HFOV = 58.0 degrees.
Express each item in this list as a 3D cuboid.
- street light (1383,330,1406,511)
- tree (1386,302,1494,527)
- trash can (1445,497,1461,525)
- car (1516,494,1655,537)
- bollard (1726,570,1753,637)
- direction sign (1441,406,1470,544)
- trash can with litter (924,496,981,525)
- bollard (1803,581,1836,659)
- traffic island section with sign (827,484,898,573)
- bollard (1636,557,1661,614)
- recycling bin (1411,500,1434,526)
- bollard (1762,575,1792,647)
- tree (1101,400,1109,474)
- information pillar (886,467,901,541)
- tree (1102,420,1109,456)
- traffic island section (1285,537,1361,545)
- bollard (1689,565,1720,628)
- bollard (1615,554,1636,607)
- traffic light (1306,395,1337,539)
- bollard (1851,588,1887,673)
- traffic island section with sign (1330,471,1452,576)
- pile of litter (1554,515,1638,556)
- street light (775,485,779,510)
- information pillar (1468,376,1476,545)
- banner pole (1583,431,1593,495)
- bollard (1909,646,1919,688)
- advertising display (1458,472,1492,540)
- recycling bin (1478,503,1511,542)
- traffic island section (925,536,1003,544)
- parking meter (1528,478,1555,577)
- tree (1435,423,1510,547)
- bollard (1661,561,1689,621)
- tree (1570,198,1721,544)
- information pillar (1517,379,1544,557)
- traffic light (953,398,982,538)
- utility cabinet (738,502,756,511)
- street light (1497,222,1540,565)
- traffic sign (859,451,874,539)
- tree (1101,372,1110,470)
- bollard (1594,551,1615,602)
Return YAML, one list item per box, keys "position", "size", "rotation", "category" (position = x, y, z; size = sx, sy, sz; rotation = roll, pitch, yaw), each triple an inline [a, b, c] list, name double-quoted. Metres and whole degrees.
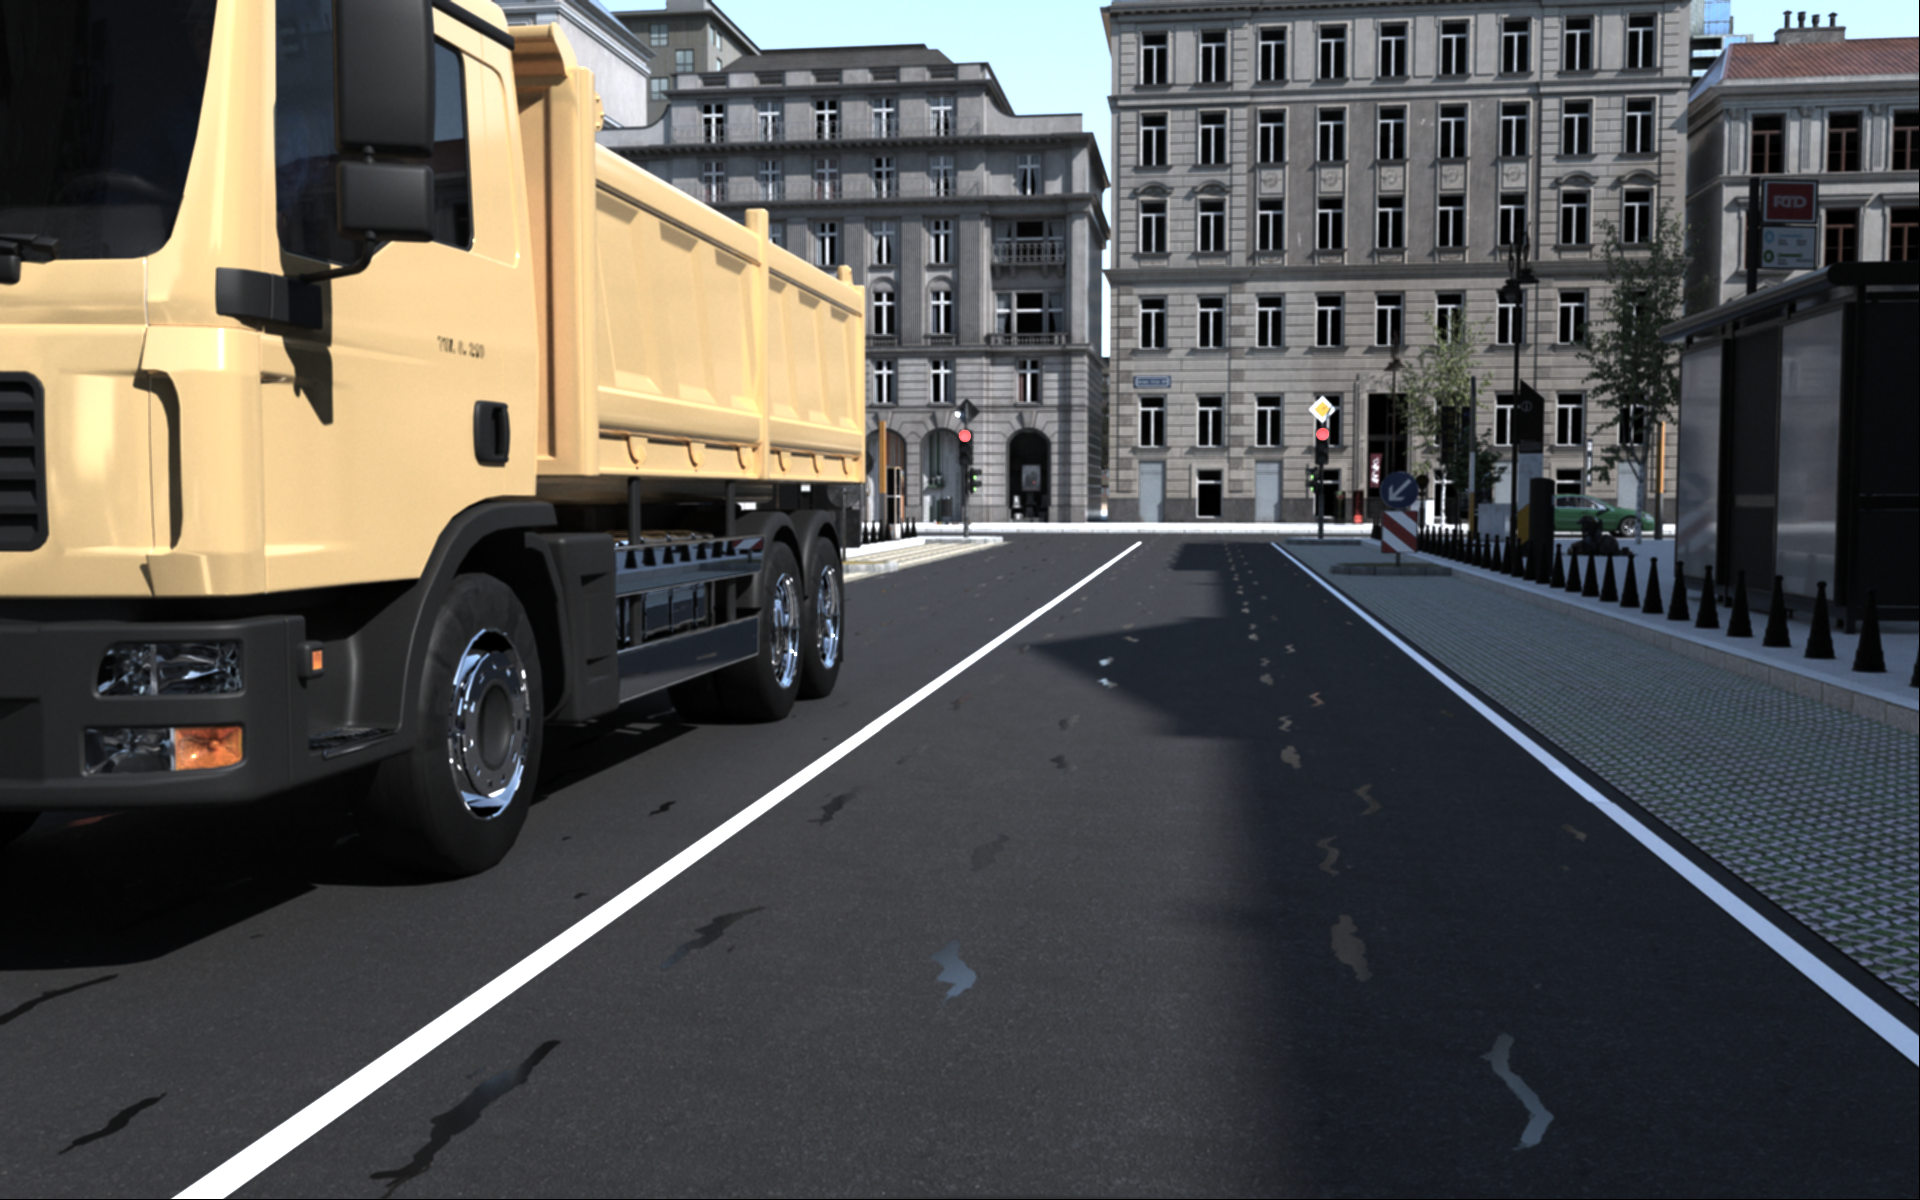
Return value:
- position: [12.219, -4.651, 48.838]
  size: [0.468, 5.910, 1.993]
  rotation: [1, 4, 8]
  category: "street light"
- position: [18.653, -7.129, 66.926]
  size: [4.737, 8.622, 4.395]
  rotation: [0, 3, 0]
  category: "tree"
- position: [20.802, -3.750, 72.960]
  size: [0.748, 1.137, 0.748]
  rotation: [0, 3, 0]
  category: "trash can"
- position: [20.918, -2.856, 58.493]
  size: [4.920, 1.459, 2.131]
  rotation: [0, 4, 7]
  category: "car"
- position: [7.032, 0.027, 15.605]
  size: [0.229, 0.601, 0.229]
  rotation: [0, 3, 0]
  category: "bollard"
- position: [12.877, -3.233, 44.854]
  size: [0.876, 3.537, 0.379]
  rotation: [0, 4, -6]
  category: "direction sign"
- position: [-0.251, -3.742, 72.241]
  size: [2.233, 1.210, 1.678]
  rotation: [1, 4, 22]
  category: "trash can with litter"
- position: [6.735, 0.152, 13.552]
  size: [0.229, 0.601, 0.229]
  rotation: [0, 3, 0]
  category: "bollard"
- position: [-2.209, -1.444, 32.235]
  size: [1.989, 1.847, 2.006]
  rotation: [1, 4, 8]
  category: "traffic island section with sign"
- position: [7.474, -0.161, 18.670]
  size: [0.229, 0.601, 0.229]
  rotation: [0, 3, 0]
  category: "bollard"
- position: [18.945, -3.574, 70.982]
  size: [0.722, 1.027, 0.722]
  rotation: [3, 5, 39]
  category: "recycling bin"
- position: [6.885, 0.089, 14.584]
  size: [0.229, 0.601, 0.229]
  rotation: [0, 3, 0]
  category: "bollard"
- position: [18.746, -18.216, 205.262]
  size: [7.806, 13.903, 7.818]
  rotation: [0, 3, 0]
  category: "tree"
- position: [-1.829, -2.637, 47.600]
  size: [0.304, 2.012, 0.304]
  rotation: [2, 4, 27]
  category: "information pillar"
- position: [10.515, -12.019, 146.880]
  size: [4.360, 8.622, 3.978]
  rotation: [0, 3, 0]
  category: "tree"
- position: [10.350, -1.670, 49.588]
  size: [2.009, 0.180, 2.903]
  rotation: [1, 4, 8]
  category: "traffic island section"
- position: [7.179, -0.035, 16.621]
  size: [0.229, 0.601, 0.229]
  rotation: [0, 3, 0]
  category: "bollard"
- position: [7.622, -0.223, 19.686]
  size: [0.229, 0.601, 0.229]
  rotation: [0, 3, 0]
  category: "bollard"
- position: [10.312, -3.704, 49.479]
  size: [0.839, 4.253, 0.868]
  rotation: [1, 4, 8]
  category: "traffic light"
- position: [6.590, 0.214, 12.536]
  size: [0.229, 0.601, 0.229]
  rotation: [0, 3, 0]
  category: "bollard"
- position: [7.691, -1.374, 31.093]
  size: [1.989, 1.847, 2.006]
  rotation: [1, 4, 8]
  category: "traffic island section with sign"
- position: [13.310, -1.372, 36.402]
  size: [1.176, 0.858, 1.719]
  rotation: [-3, 5, -39]
  category: "pile of litter"
- position: [-3.907, -3.919, 36.864]
  size: [0.468, 5.910, 1.993]
  rotation: [1, 4, 8]
  category: "street light"
- position: [10.142, -2.627, 34.309]
  size: [0.183, 3.616, 0.504]
  rotation: [1, 4, 13]
  category: "information pillar"
- position: [24.961, -4.826, 68.926]
  size: [0.863, 3.779, 0.401]
  rotation: [-3, 5, -45]
  category: "banner pole"
- position: [6.445, 0.277, 11.505]
  size: [0.229, 0.601, 0.229]
  rotation: [0, 3, 0]
  category: "bollard"
- position: [14.423, -2.649, 48.523]
  size: [0.974, 1.923, 0.123]
  rotation: [-1, 4, -9]
  category: "advertising display"
- position: [14.397, -2.085, 46.639]
  size: [0.722, 1.027, 0.722]
  rotation: [2, 4, 32]
  category: "recycling bin"
- position: [0.164, -1.760, 51.056]
  size: [2.009, 0.180, 2.903]
  rotation: [1, 4, 8]
  category: "traffic island section"
- position: [9.043, -1.133, 26.931]
  size: [0.372, 1.533, 0.369]
  rotation: [0, 3, 0]
  category: "parking meter"
- position: [12.523, -2.925, 42.426]
  size: [1.663, 3.219, 1.824]
  rotation: [0, 3, 0]
  category: "tree"
- position: [7.331, -0.099, 17.653]
  size: [0.229, 0.601, 0.229]
  rotation: [0, 3, 0]
  category: "bollard"
- position: [17.508, -5.740, 44.219]
  size: [4.737, 8.622, 4.395]
  rotation: [0, 3, 0]
  category: "tree"
- position: [11.579, -2.681, 35.189]
  size: [0.504, 3.616, 0.183]
  rotation: [2, 4, 27]
  category: "information pillar"
- position: [0.202, -3.792, 50.915]
  size: [0.839, 4.253, 0.868]
  rotation: [1, 4, 8]
  category: "traffic light"
- position: [-4.398, -1.395, 33.977]
  size: [0.306, 1.237, 1.020]
  rotation: [2, 4, 29]
  category: "utility cabinet"
- position: [9.534, -3.481, 29.705]
  size: [0.468, 5.910, 1.993]
  rotation: [1, 4, 8]
  category: "street light"
- position: [-2.832, -3.010, 49.315]
  size: [0.768, 2.556, 0.104]
  rotation: [1, 4, 15]
  category: "traffic sign"
- position: [15.262, -16.035, 172.542]
  size: [12.009, 13.543, 11.850]
  rotation: [0, 3, 0]
  category: "tree"
- position: [7.769, -0.286, 20.715]
  size: [0.229, 0.601, 0.229]
  rotation: [0, 3, 0]
  category: "bollard"
